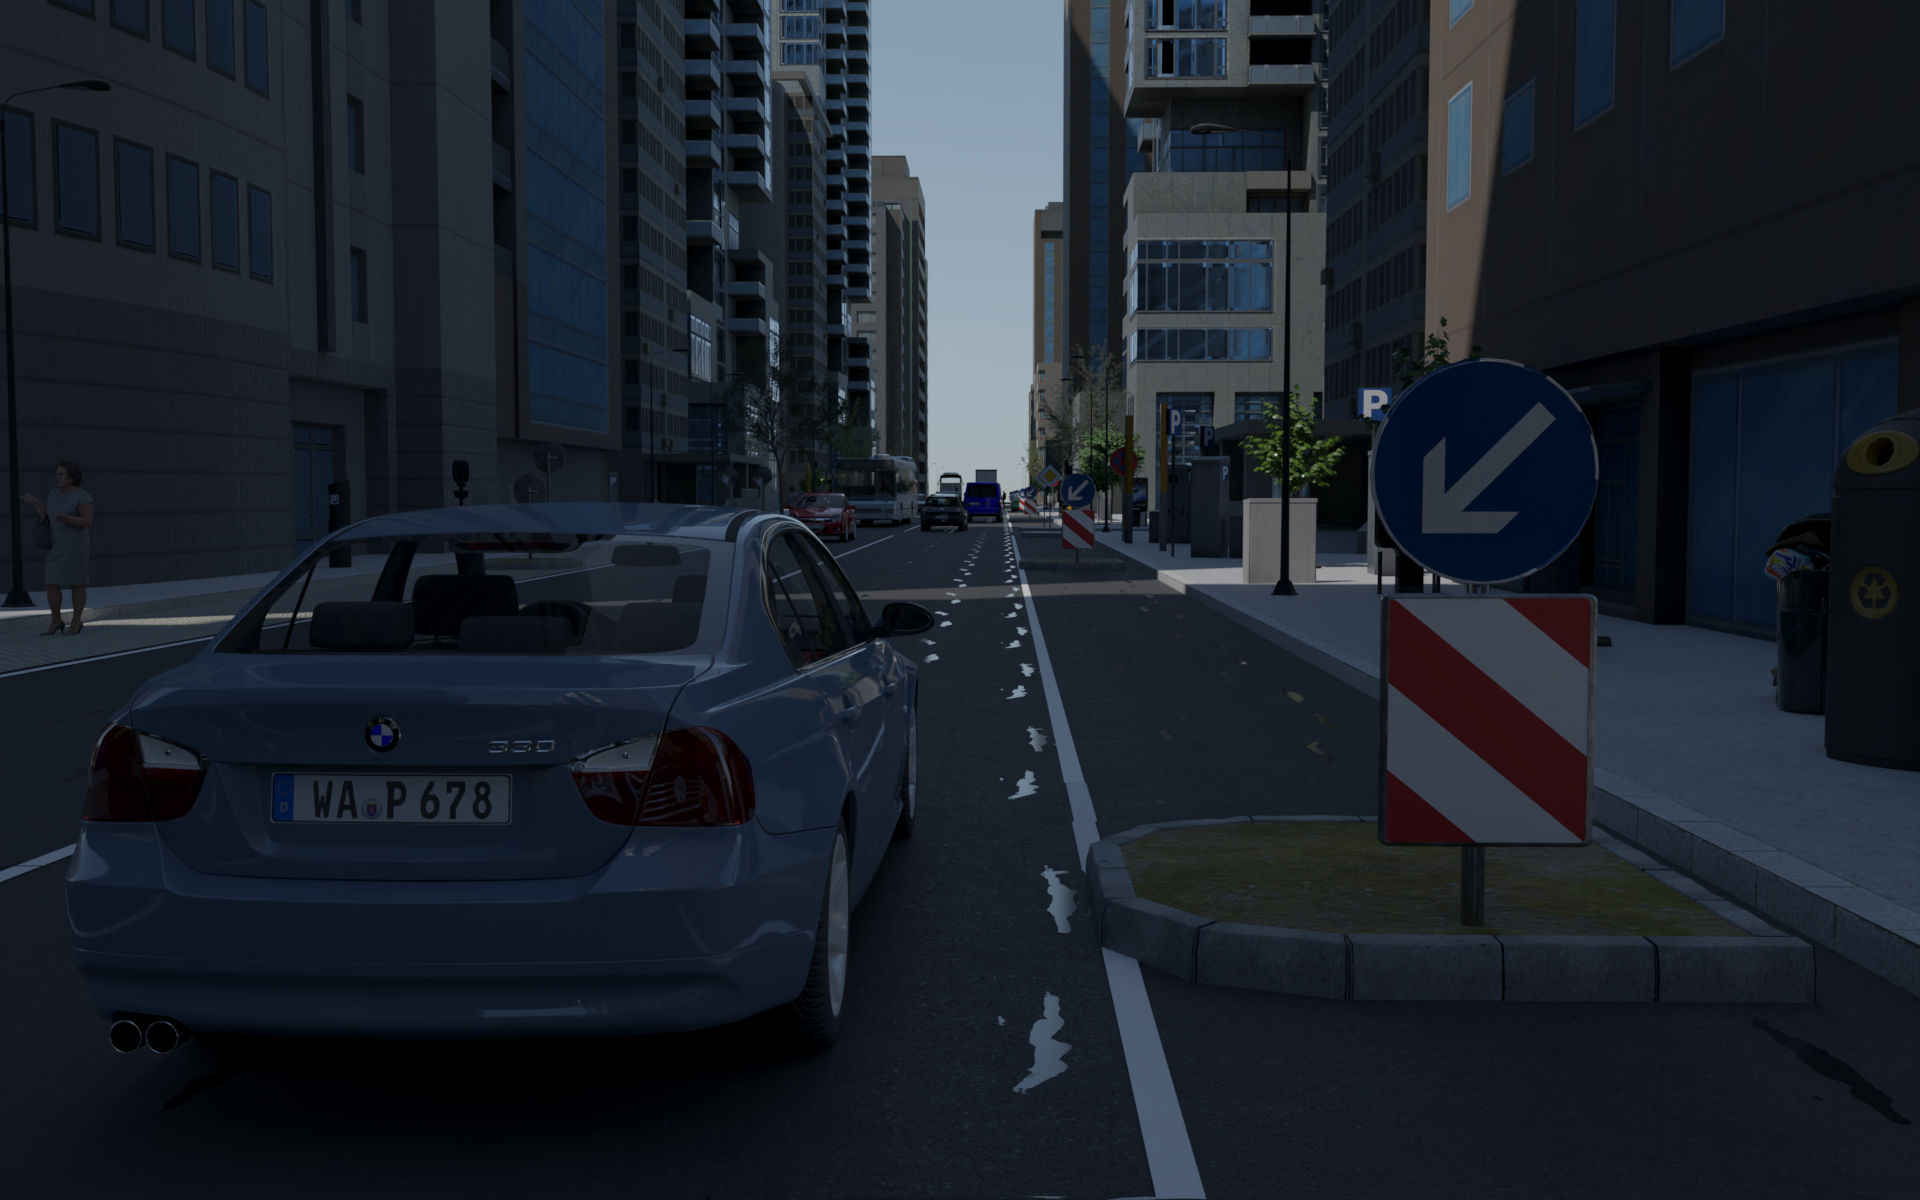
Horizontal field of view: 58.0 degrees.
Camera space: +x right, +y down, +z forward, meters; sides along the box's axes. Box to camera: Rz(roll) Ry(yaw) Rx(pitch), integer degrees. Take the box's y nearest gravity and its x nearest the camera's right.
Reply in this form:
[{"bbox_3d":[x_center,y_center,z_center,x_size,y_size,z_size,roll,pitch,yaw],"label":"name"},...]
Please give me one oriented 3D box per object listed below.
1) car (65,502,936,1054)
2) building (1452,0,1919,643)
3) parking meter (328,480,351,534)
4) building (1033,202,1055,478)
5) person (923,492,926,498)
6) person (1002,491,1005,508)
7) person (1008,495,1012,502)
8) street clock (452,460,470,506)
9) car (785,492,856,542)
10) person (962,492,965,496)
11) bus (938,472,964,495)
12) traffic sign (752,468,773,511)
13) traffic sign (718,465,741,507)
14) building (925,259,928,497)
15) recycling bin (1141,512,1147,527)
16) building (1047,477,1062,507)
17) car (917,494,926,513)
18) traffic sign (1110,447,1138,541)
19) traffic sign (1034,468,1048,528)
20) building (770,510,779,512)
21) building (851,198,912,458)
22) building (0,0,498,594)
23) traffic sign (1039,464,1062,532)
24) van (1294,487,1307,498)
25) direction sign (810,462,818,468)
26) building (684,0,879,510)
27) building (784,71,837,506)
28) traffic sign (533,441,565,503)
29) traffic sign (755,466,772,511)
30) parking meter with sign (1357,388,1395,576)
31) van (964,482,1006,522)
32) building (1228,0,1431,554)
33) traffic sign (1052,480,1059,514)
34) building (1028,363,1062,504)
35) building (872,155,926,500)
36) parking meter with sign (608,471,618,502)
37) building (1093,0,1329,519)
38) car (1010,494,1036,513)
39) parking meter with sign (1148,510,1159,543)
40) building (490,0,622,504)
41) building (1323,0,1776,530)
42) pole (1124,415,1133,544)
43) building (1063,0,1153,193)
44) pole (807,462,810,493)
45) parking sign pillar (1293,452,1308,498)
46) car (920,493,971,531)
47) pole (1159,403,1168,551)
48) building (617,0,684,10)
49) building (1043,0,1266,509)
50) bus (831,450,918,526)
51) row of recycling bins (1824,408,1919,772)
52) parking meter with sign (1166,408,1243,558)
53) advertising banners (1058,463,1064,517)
[{"bbox_3d":[-1.116,0.379,5.800,2.014,1.417,4.499,0,4,2],"label":"car"},{"bbox_3d":[13.525,-22.434,16.902,14.600,45.320,14.200,0,4,1],"label":"building"},{"bbox_3d":[-10.850,-1.338,30.289,0.372,1.533,0.369,0,3,0],"label":"parking meter"},{"bbox_3d":[18.140,-37.559,264.195,14.600,45.320,14.200,0,4,1],"label":"building"},{"bbox_3d":[-4.313,-11.830,202.713,0.721,1.735,1.217,-3,4,-36],"label":"person"},{"bbox_3d":[4.279,-10.001,172.699,0.721,1.739,1.217,2,4,27],"label":"person"},{"bbox_3d":[8.108,-15.938,269.109,1.348,1.821,0.705,-1,4,-15],"label":"person"},{"bbox_3d":[-10.573,-1.967,36.725,0.358,2.002,0.471,-2,4,-34],"label":"street clock"},{"bbox_3d":[-4.209,-2.683,52.908,2.155,1.783,4.494,0,4,1],"label":"car"},{"bbox_3d":[0.770,-17.257,290.666,1.348,1.822,0.705,1,4,22],"label":"person"},{"bbox_3d":[-1.053,-12.572,197.096,2.896,3.916,12.252,0,4,0],"label":"bus"},{"bbox_3d":[-7.569,-3.842,66.460,0.795,2.450,0.064,0,4,1],"label":"traffic sign"},{"bbox_3d":[-7.764,-3.354,58.477,0.795,2.450,0.064,0,4,1],"label":"traffic sign"},{"bbox_3d":[-12.705,-37.294,293.348,14.154,41.232,14.086,0,4,1],"label":"building"},{"bbox_3d":[6.950,-3.423,68.520,0.722,1.027,0.722,2,4,29],"label":"recycling bin"},{"bbox_3d":[25.020,-29.390,172.408,32.217,40.220,23.993,0,4,1],"label":"building"},{"bbox_3d":[-3.109,-6.689,119.157,2.009,1.686,4.222,0,4,-1],"label":"car"},{"bbox_3d":[4.445,-2.871,47.053,0.768,2.556,0.104,0,4,4],"label":"traffic sign"},{"bbox_3d":[3.221,-3.825,66.177,0.795,2.450,0.064,0,4,1],"label":"traffic sign"},{"bbox_3d":[-23.148,-48.944,112.910,22.319,86.520,31.000,0,4,1],"label":"building"},{"bbox_3d":[-13.785,-33.596,232.887,14.154,41.232,14.086,0,4,1],"label":"building"},{"bbox_3d":[-21.838,-29.592,25.828,21.231,58.520,28.212,0,4,1],"label":"building"},{"bbox_3d":[3.027,-3.337,58.195,0.795,2.450,0.064,0,4,1],"label":"traffic sign"},{"bbox_3d":[14.147,-3.410,62.768,4.112,2.044,2.013,0,4,1],"label":"van"},{"bbox_3d":[-10.418,-8.013,123.004,0.876,3.537,0.379,3,4,39],"label":"direction sign"},{"bbox_3d":[-19.260,-53.030,179.708,22.319,86.520,31.000,0,4,1],"label":"building"},{"bbox_3d":[-24.679,-28.237,153.562,32.217,40.220,23.993,0,4,1],"label":"building"},{"bbox_3d":[-9.875,-2.538,41.609,0.768,2.556,0.104,0,4,5],"label":"traffic sign"},{"bbox_3d":[-8.964,-4.832,79.112,0.768,2.556,0.104,0,4,3],"label":"traffic sign"},{"bbox_3d":[6.776,-1.922,27.684,0.543,3.016,1.738,0,4,2],"label":"parking meter with sign"},{"bbox_3d":[1.239,-5.213,89.624,2.240,2.365,5.245,0,4,3],"label":"van"},{"bbox_3d":[22.836,-21.529,43.885,32.217,40.220,23.993,0,4,1],"label":"building"},{"bbox_3d":[6.078,-6.930,113.404,0.768,2.556,0.104,0,4,3],"label":"traffic sign"},{"bbox_3d":[25.317,-26.986,286.263,27.650,21.520,28.899,0,4,1],"label":"building"},{"bbox_3d":[-16.123,-38.365,250.964,21.300,48.544,21.600,0,4,1],"label":"building"},{"bbox_3d":[-11.923,-3.807,58.503,1.738,3.016,0.543,3,5,43],"label":"parking meter with sign"},{"bbox_3d":[18.554,-48.245,101.480,22.319,86.520,31.000,0,4,1],"label":"building"},{"bbox_3d":[4.657,-7.288,127.953,1.959,1.807,4.718,0,4,0],"label":"car"},{"bbox_3d":[5.705,-2.979,44.967,1.738,3.016,0.543,3,5,40],"label":"parking meter with sign"},{"bbox_3d":[-18.281,-24.366,48.500,14.200,45.320,14.600,0,4,1],"label":"building"},{"bbox_3d":[23.788,-25.844,72.657,14.200,45.320,14.600,0,4,1],"label":"building"},{"bbox_3d":[4.374,-3.121,44.870,0.158,3.312,0.155,0,3,0],"label":"pole"},{"bbox_3d":[15.073,-29.557,133.374,14.600,45.320,14.200,0,4,1],"label":"building"},{"bbox_3d":[-9.760,-7.214,111.792,0.158,3.312,0.155,0,3,0],"label":"pole"},{"bbox_3d":[13.161,-4.727,65.764,1.447,3.967,1.447,-1,4,-19],"label":"parking sign pillar"},{"bbox_3d":[-0.604,-3.571,68.168,2.009,1.686,4.222,0,4,3],"label":"car"},{"bbox_3d":[4.584,-2.764,39.036,0.158,3.312,0.155,0,3,0],"label":"pole"},{"bbox_3d":[-25.731,-23.641,78.406,32.217,40.220,23.993,0,4,1],"label":"building"},{"bbox_3d":[21.201,-54.182,198.541,22.319,86.520,31.000,0,4,1],"label":"building"},{"bbox_3d":[-3.742,-5.211,80.064,2.948,3.499,13.247,0,4,3],"label":"bus"},{"bbox_3d":[4.581,0.009,6.966,1.069,1.692,3.534,0,4,5],"label":"row of recycling bins"},{"bbox_3d":[5.049,-2.367,34.969,1.738,3.016,0.543,2,4,34],"label":"parking meter with sign"},{"bbox_3d":[5.676,-6.170,97.072,0.090,3.025,2.074,1,4,11],"label":"advertising banners"}]
